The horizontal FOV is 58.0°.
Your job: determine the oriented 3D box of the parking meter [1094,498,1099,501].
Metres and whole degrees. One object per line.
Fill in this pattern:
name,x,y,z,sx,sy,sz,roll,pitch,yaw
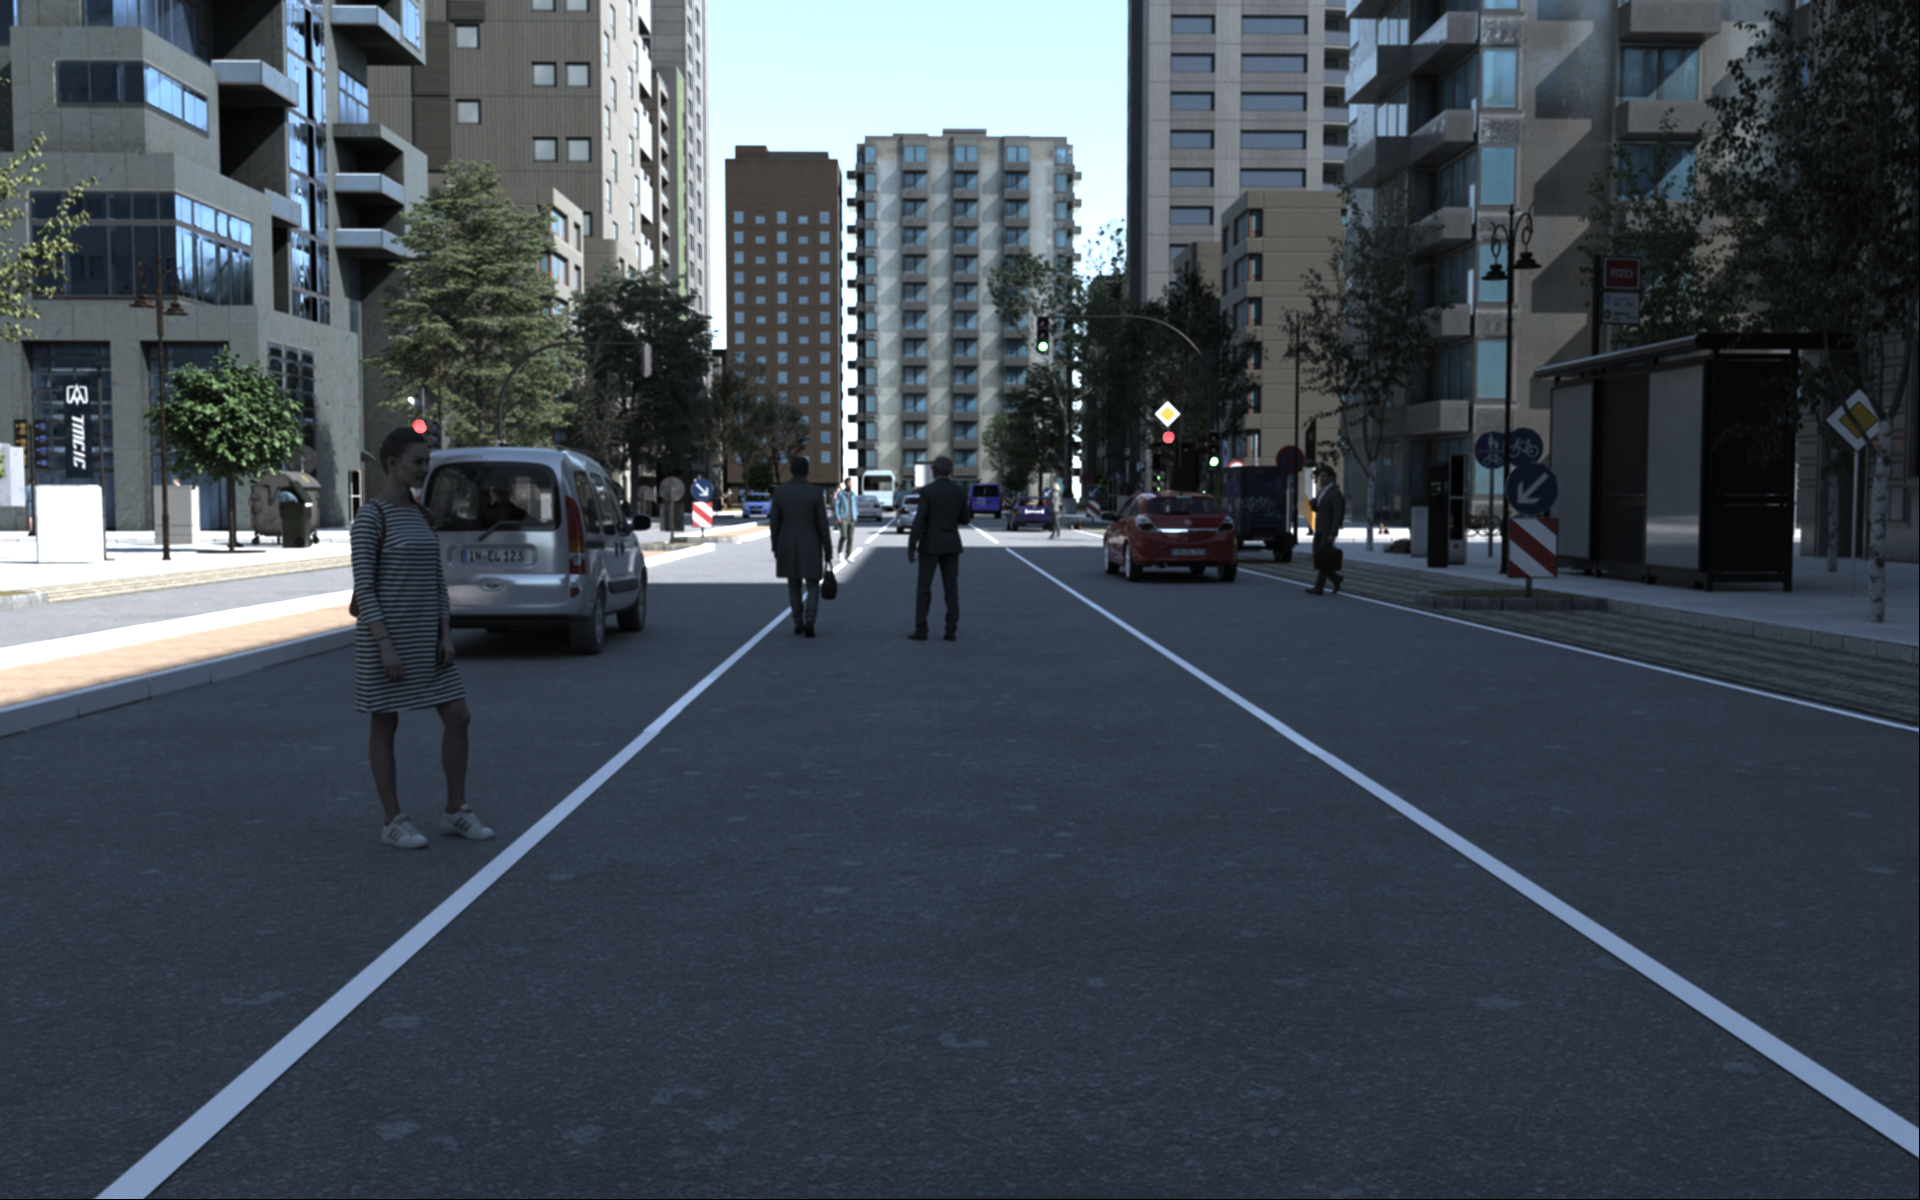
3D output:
parking meter,8.304,-6.142,106.134,0.255,1.863,0.399,-3,5,-39

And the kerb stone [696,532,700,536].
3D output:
kerb stone,-8.796,-2.143,57.226,0.120,0.150,1.000,0,4,-1

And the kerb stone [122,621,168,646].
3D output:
kerb stone,-7.935,0.337,16.693,0.120,0.150,1.000,0,4,-1

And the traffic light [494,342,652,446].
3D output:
traffic light,-11.639,-4.725,51.921,4.771,5.953,1.251,0,4,-1

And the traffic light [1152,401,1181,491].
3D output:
traffic light,6.228,-3.875,52.280,0.839,4.253,0.868,0,4,-1

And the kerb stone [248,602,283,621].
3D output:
kerb stone,-8.001,0.149,19.763,0.120,0.150,1.000,0,4,-1

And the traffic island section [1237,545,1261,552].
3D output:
traffic island section,6.437,-1.354,44.412,2.009,0.180,2.903,0,4,-1

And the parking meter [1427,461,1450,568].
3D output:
parking meter,8.367,-1.503,30.286,0.255,1.863,0.399,3,4,36

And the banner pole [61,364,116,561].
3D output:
banner pole,-16.773,-2.649,33.332,0.863,3.779,0.401,-1,4,-19

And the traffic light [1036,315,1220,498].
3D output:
traffic light,4.307,-4.247,44.111,4.771,5.953,1.251,0,4,-1

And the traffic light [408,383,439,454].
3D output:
traffic light,-13.559,-3.360,43.859,0.839,4.253,0.868,0,4,-1

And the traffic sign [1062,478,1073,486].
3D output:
traffic sign,7.847,-7.734,126.557,0.768,2.556,0.104,0,4,-1

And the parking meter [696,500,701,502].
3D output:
parking meter,-18.400,-6.935,121.801,0.372,1.533,0.369,0,3,0

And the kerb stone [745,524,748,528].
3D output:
kerb stone,-9.121,-3.082,72.606,0.120,0.150,1.000,0,4,-1

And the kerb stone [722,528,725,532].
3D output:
kerb stone,-8.940,-2.581,64.399,0.120,0.150,1.000,0,4,-1

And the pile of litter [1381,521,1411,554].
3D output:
pile of litter,9.752,-1.456,37.776,1.176,0.858,1.719,2,4,32

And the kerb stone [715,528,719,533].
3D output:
kerb stone,-8.904,-2.456,62.349,0.120,0.150,1.000,0,4,-1

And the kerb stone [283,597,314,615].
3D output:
kerb stone,-8.023,0.089,20.793,0.120,0.150,1.000,0,4,-1

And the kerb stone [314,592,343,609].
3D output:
kerb stone,-8.041,0.025,21.821,0.120,0.150,1.000,0,4,-1

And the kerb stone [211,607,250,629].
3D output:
kerb stone,-7.971,0.212,18.737,0.120,0.150,1.000,0,4,-1

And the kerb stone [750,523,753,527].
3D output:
kerb stone,-9.162,-3.208,74.655,0.120,0.150,1.000,0,4,-1

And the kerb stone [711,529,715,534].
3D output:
kerb stone,-8.870,-2.393,61.322,0.120,0.150,1.000,0,4,-1

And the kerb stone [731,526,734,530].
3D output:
kerb stone,-9.012,-2.770,67.478,0.120,0.150,1.000,0,4,-1

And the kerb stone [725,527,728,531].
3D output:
kerb stone,-8.969,-2.644,65.421,0.120,0.150,1.000,0,4,-1

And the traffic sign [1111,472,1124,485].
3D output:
traffic sign,8.942,-5.999,98.196,0.768,2.556,0.104,0,4,2

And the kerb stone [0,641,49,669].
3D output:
kerb stone,-7.894,0.463,14.644,0.120,0.150,1.000,0,4,-1

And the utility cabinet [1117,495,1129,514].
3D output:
utility cabinet,7.999,-4.536,85.329,0.306,1.237,1.020,-2,4,-33

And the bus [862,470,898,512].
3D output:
bus,-6.657,-9.098,143.620,2.948,3.499,13.247,0,4,-1

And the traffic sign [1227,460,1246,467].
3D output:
traffic sign,10.215,-3.906,63.972,0.768,2.556,0.104,0,4,6

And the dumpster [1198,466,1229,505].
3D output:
dumpster,9.125,-3.511,59.904,1.502,2.255,1.985,0,4,-1

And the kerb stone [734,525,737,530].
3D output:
kerb stone,-9.032,-2.827,68.503,0.120,0.150,1.000,0,4,-1

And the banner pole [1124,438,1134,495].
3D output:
banner pole,7.616,-5.368,77.776,0.401,3.779,0.863,-2,4,-31

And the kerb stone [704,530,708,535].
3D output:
kerb stone,-8.838,-2.268,59.276,0.120,0.150,1.000,0,4,-1

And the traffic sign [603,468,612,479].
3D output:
traffic sign,-17.190,-5.109,83.630,0.768,2.556,0.104,0,4,1

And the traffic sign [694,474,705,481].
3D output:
traffic sign,-16.756,-6.825,111.328,0.795,2.593,0.064,0,4,0

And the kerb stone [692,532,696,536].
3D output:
kerb stone,-8.768,-2.080,56.198,0.120,0.150,1.000,0,4,-1

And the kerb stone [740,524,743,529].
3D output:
kerb stone,-9.074,-2.957,70.547,0.120,0.150,1.000,0,4,-1

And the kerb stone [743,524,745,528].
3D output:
kerb stone,-9.098,-3.020,71.572,0.120,0.150,1.000,0,4,-1

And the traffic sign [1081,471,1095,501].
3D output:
traffic sign,7.190,-5.939,97.212,0.768,2.556,0.104,0,4,6

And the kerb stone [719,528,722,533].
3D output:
kerb stone,-8.922,-2.519,63.377,0.120,0.150,1.000,0,4,-1

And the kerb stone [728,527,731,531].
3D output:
kerb stone,-8.989,-2.704,66.449,0.120,0.150,1.000,0,4,-1

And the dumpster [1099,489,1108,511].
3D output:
dumpster,9.050,-6.271,108.284,1.264,1.857,1.865,0,4,-1

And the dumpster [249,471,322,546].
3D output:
dumpster,-17.007,-2.317,43.637,1.264,1.857,1.865,0,4,-1

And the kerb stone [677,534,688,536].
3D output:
kerb stone,-8.727,-1.954,54.146,0.120,0.150,1.000,0,4,-1

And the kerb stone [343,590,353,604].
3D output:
kerb stone,-8.061,-0.034,22.843,0.120,0.150,1.000,0,4,-1

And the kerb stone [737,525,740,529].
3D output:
kerb stone,-9.051,-2.895,69.525,0.120,0.150,1.000,0,4,-1

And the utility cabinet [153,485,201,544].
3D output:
utility cabinet,-19.977,-2.172,44.195,1.173,1.500,0.318,1,4,18

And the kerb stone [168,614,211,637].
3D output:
kerb stone,-7.958,0.278,17.715,0.120,0.150,1.000,0,4,-1

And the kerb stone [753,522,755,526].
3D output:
kerb stone,-9.185,-3.266,75.677,0.120,0.150,1.000,0,4,-1

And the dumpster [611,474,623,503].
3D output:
dumpster,-17.470,-5.070,85.383,1.502,2.255,1.985,0,4,-1

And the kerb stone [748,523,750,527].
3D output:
kerb stone,-9.141,-3.142,73.633,0.120,0.150,1.000,0,4,-1

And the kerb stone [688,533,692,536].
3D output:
kerb stone,-8.750,-2.017,55.173,0.120,0.150,1.000,0,4,-1

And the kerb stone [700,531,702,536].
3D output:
kerb stone,-8.811,-2.204,58.254,0.120,0.150,1.000,0,4,-1

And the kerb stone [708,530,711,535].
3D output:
kerb stone,-8.865,-2.328,60.300,0.120,0.150,1.000,0,4,-1

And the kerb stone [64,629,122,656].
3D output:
kerb stone,-7.901,0.399,15.666,0.120,0.150,1.000,0,4,-1
